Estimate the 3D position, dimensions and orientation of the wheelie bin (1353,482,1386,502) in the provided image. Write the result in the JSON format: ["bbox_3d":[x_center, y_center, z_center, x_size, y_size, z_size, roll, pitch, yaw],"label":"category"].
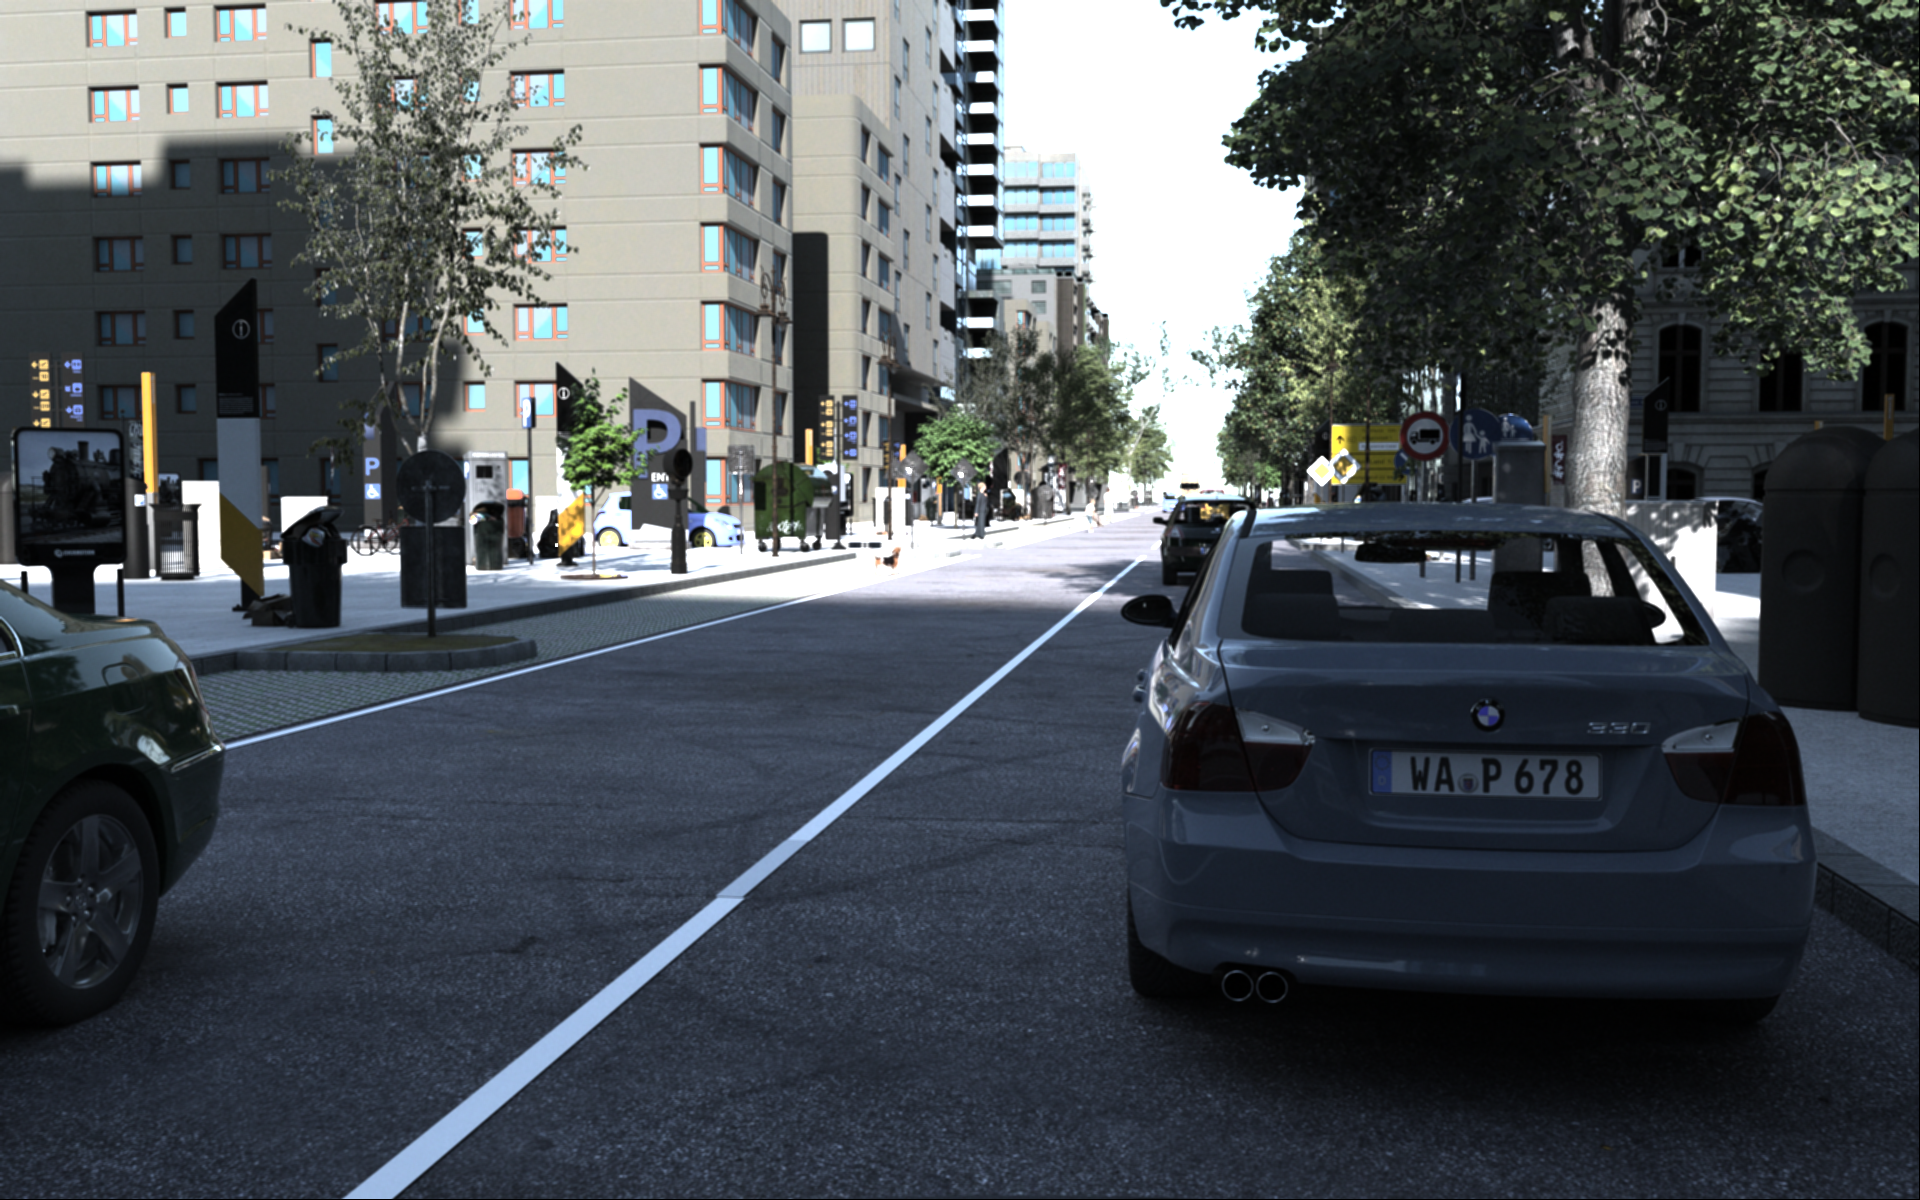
[{"bbox_3d":[11.117,-2.386,46.920,0.980,1.594,0.693,-3,5,-42],"label":"wheelie bin"}]

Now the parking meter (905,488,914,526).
[{"bbox_3d":[-2.030,-3.712,69.096,0.372,1.533,0.369,0,3,0],"label":"parking meter"}]

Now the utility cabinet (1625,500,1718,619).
[{"bbox_3d":[7.303,-0.419,18.016,0.306,1.237,1.020,-3,5,-40],"label":"utility cabinet"}]

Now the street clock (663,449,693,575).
[{"bbox_3d":[-4.499,-1.413,27.666,0.358,2.002,0.471,2,4,32],"label":"street clock"}]

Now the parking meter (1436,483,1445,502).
[{"bbox_3d":[25.685,-5.313,92.571,0.399,1.863,0.255,2,4,23],"label":"parking meter"}]

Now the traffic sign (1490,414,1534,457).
[{"bbox_3d":[8.727,-1.684,27.636,0.768,2.556,0.104,1,4,12],"label":"traffic sign"}]

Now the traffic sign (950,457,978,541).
[{"bbox_3d":[0.102,-2.659,47.122,0.795,2.450,0.064,1,4,8],"label":"traffic sign"}]

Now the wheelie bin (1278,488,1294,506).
[{"bbox_3d":[18.080,-5.397,96.143,0.693,1.594,0.980,-3,4,-37],"label":"wheelie bin"}]

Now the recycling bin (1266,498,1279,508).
[{"bbox_3d":[18.636,-5.528,102.940,0.722,1.027,0.722,0,4,-3],"label":"recycling bin"}]

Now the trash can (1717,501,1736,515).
[{"bbox_3d":[16.050,-1.537,36.776,0.748,1.137,0.748,0,3,0],"label":"trash can"}]

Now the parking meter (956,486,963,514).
[{"bbox_3d":[-0.015,-6.539,112.615,0.399,1.863,0.255,-3,4,-39],"label":"parking meter"}]

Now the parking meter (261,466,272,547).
[{"bbox_3d":[-14.387,-1.838,35.768,0.255,1.863,0.399,-1,4,-15],"label":"parking meter"}]

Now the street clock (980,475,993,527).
[{"bbox_3d":[1.034,-3.836,67.284,0.471,2.002,0.358,-3,5,-40],"label":"street clock"}]

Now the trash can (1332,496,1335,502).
[{"bbox_3d":[23.122,-5.829,106.964,0.748,1.137,0.748,0,3,0],"label":"trash can"}]

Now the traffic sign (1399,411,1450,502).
[{"bbox_3d":[7.146,-1.625,26.681,0.768,2.556,0.104,1,4,11],"label":"traffic sign"}]

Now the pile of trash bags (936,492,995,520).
[{"bbox_3d":[0.171,-4.753,87.466,3.447,1.369,1.912,1,4,14],"label":"pile of trash bags"}]

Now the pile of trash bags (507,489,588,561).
[{"bbox_3d":[-8.559,-1.519,34.590,1.912,1.369,3.447,0,4,-2],"label":"pile of trash bags"}]

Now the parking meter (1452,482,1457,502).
[{"bbox_3d":[24.774,-4.941,86.488,0.399,1.863,0.255,-2,4,-33],"label":"parking meter"}]

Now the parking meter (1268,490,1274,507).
[{"bbox_3d":[18.145,-5.664,101.011,0.372,1.533,0.369,0,3,0],"label":"parking meter"}]

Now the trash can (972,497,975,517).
[{"bbox_3d":[1.018,-5.193,96.551,0.748,1.137,0.748,0,3,0],"label":"trash can"}]

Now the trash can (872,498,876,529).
[{"bbox_3d":[-2.887,-3.185,63.733,0.748,1.137,0.748,0,3,0],"label":"trash can"}]

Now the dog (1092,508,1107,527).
[{"bbox_3d":[6.162,-3.631,76.207,0.800,0.831,0.513,0,4,4],"label":"dog"}]

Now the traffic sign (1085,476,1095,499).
[{"bbox_3d":[9.109,-7.425,121.504,0.768,2.556,0.104,1,4,13],"label":"traffic sign"}]

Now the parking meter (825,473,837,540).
[{"bbox_3d":[-3.577,-2.602,48.253,0.399,1.863,0.255,-2,4,-27],"label":"parking meter"}]

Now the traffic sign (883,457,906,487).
[{"bbox_3d":[-2.250,-3.672,60.045,0.884,2.594,0.081,1,4,15],"label":"traffic sign"}]

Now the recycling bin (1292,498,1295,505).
[{"bbox_3d":[20.377,-5.735,106.317,0.722,1.027,0.722,-2,4,-35],"label":"recycling bin"}]

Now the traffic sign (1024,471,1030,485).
[{"bbox_3d":[3.594,-5.911,96.753,0.768,2.556,0.104,1,4,12],"label":"traffic sign"}]

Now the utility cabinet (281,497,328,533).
[{"bbox_3d":[-15.475,-1.820,40.913,0.306,1.237,1.020,3,5,42],"label":"utility cabinet"}]

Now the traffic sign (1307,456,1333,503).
[{"bbox_3d":[9.539,-2.572,45.695,0.795,2.450,0.064,1,4,8],"label":"traffic sign"}]

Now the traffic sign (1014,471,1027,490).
[{"bbox_3d":[3.368,-5.890,96.408,0.768,2.556,0.104,1,4,15],"label":"traffic sign"}]

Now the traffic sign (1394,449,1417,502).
[{"bbox_3d":[12.052,-2.843,46.591,0.768,2.556,0.104,1,4,11],"label":"traffic sign"}]

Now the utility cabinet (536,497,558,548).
[{"bbox_3d":[-9.478,-1.818,40.880,1.020,1.237,0.306,-1,4,-15],"label":"utility cabinet"}]

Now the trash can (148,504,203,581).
[{"bbox_3d":[-11.692,-0.868,25.851,0.748,1.137,0.748,0,3,0],"label":"trash can"}]

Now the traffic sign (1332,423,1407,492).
[{"bbox_3d":[11.852,-3.439,50.098,2.265,3.308,0.079,1,4,18],"label":"traffic sign"}]

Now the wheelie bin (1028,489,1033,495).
[{"bbox_3d":[4.849,-6.471,113.708,0.980,1.594,0.693,-2,4,-24],"label":"wheelie bin"}]

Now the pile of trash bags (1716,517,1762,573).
[{"bbox_3d":[13.844,-1.149,28.544,3.447,1.369,1.912,1,4,15],"label":"pile of trash bags"}]

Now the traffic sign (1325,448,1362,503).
[{"bbox_3d":[8.357,-2.089,37.797,0.795,2.450,0.064,1,4,8],"label":"traffic sign"}]

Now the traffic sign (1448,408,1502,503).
[{"bbox_3d":[7.654,-1.571,25.791,0.768,2.556,0.104,1,4,13],"label":"traffic sign"}]

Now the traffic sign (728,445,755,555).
[{"bbox_3d":[-4.597,-2.095,36.380,0.606,2.300,0.079,1,4,16],"label":"traffic sign"}]

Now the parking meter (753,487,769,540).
[{"bbox_3d":[-5.558,-2.614,48.450,0.399,1.863,0.255,1,4,20],"label":"parking meter"}]

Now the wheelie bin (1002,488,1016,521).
[{"bbox_3d":[2.368,-4.649,83.921,0.693,1.594,0.980,0,4,-6],"label":"wheelie bin"}]

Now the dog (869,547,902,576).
[{"bbox_3d":[-1.286,-0.666,30.177,0.406,0.507,0.540,1,4,21],"label":"dog"}]

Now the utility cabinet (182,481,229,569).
[{"bbox_3d":[-12.621,-1.281,29.622,1.173,1.500,0.318,-2,4,-35],"label":"utility cabinet"}]

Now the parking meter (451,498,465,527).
[{"bbox_3d":[-11.821,-1.986,40.878,0.372,1.533,0.369,0,3,0],"label":"parking meter"}]

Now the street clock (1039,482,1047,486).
[{"bbox_3d":[4.787,-5.827,99.837,0.471,2.002,0.358,-2,4,-26],"label":"street clock"}]

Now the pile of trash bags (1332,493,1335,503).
[{"bbox_3d":[26.005,-6.387,114.171,3.447,1.369,1.912,-1,4,-12],"label":"pile of trash bags"}]

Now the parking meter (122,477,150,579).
[{"bbox_3d":[-12.466,-1.086,26.171,0.372,1.533,0.369,0,3,0],"label":"parking meter"}]

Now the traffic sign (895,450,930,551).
[{"bbox_3d":[-1.079,-2.176,39.224,0.795,2.450,0.064,1,4,8],"label":"traffic sign"}]
